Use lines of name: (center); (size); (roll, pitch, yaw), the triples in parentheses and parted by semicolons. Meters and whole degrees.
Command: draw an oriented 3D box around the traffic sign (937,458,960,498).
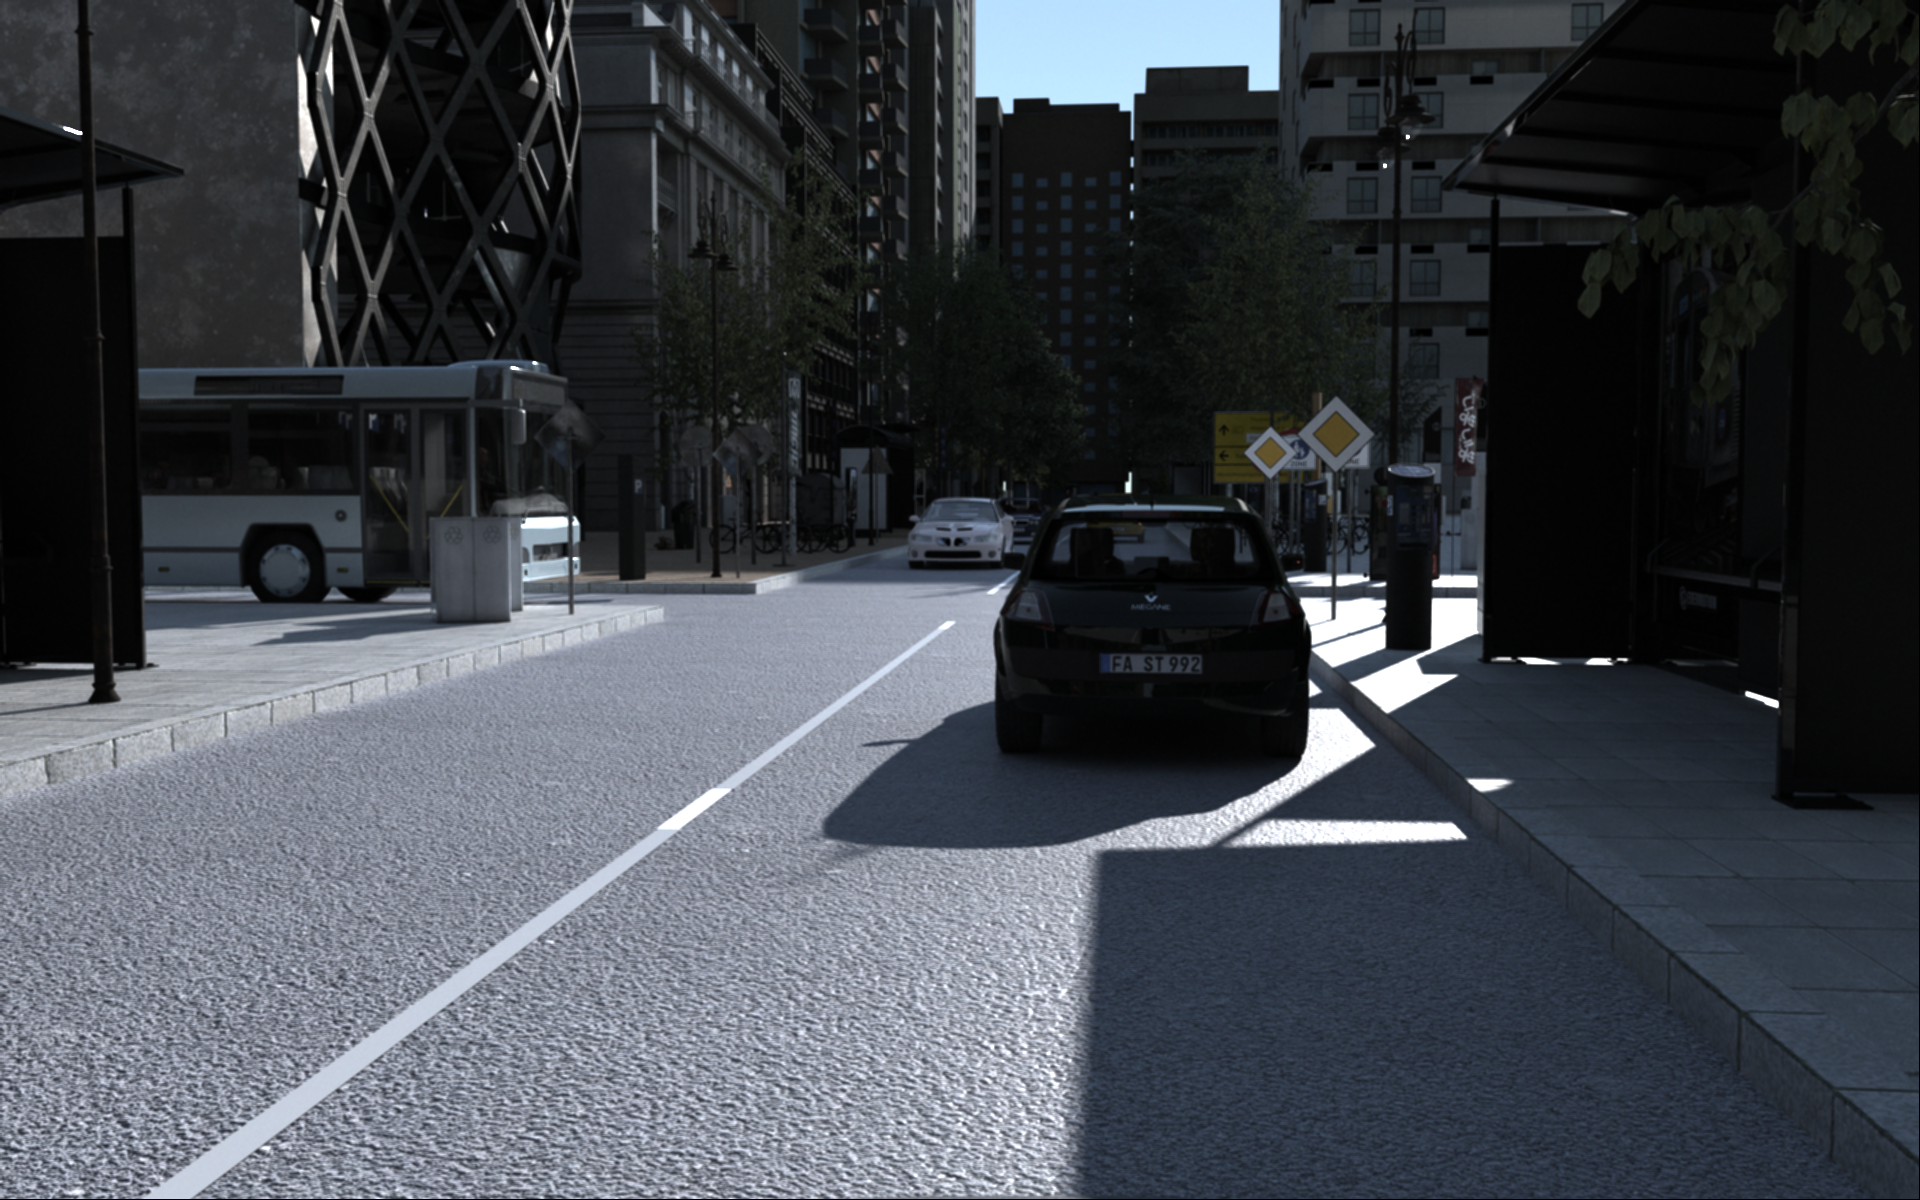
traffic sign: (-0.412, -3.858, 63.076); (0.884, 2.594, 0.081); (1, 4, 14)

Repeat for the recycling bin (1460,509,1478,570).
recycling bin: (8.963, -1.028, 29.363); (0.722, 1.027, 0.722); (3, 5, 40)

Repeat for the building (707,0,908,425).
building: (-15.398, -28.272, 116.868); (22.147, 44.769, 28.867); (0, 4, 5)

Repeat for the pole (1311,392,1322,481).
pole: (7.155, -2.505, 34.794); (0.158, 3.312, 0.155); (0, 3, 0)

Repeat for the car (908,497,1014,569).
car: (0.072, -1.377, 34.879); (2.083, 1.381, 4.827); (0, 4, 5)

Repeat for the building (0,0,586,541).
building: (-18.459, -10.763, 43.427); (16.820, 18.784, 16.811); (0, 4, 5)

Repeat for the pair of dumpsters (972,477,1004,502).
pair of dumpsters: (1.490, -5.618, 94.342); (1.574, 2.255, 4.437); (0, 4, 5)

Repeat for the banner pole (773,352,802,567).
banner pole: (-3.025, -2.498, 30.860); (0.401, 3.779, 0.863); (2, 4, 26)

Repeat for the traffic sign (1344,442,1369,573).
traffic sign: (6.325, -1.589, 28.110); (0.606, 2.300, 0.079); (0, 4, 6)

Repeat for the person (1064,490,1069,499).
person: (7.290, -6.559, 116.563); (0.721, 1.723, 1.217); (1, 4, 8)

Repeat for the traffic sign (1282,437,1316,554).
traffic sign: (5.914, -1.720, 30.258); (0.606, 2.300, 0.079); (1, 4, 12)

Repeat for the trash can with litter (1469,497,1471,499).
trash can with litter: (28.136, -5.077, 94.388); (1.055, 1.170, 0.624); (-3, 5, -40)

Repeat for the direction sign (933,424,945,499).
direction sign: (-0.667, -3.915, 56.008); (0.379, 3.537, 0.876); (1, 4, 23)

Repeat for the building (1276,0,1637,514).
building: (37.235, -32.629, 122.718); (28.713, 52.752, 27.495); (0, 4, 5)

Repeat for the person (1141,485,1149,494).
person: (7.357, -3.673, 68.897); (0.444, 1.785, 0.601); (-2, 4, -31)

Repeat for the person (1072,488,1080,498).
person: (6.654, -5.546, 99.349); (0.590, 1.801, 0.661); (1, 4, 11)

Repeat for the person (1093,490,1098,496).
person: (12.182, -8.906, 154.638); (1.217, 1.766, 0.721); (2, 4, 24)

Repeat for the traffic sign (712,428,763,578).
traffic sign: (-3.383, -1.390, 26.363); (0.795, 2.450, 0.064); (0, 4, 5)

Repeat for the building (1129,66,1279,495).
building: (30.503, -35.260, 200.196); (21.600, 48.544, 21.300); (0, 4, 5)

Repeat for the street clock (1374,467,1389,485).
street clock: (11.248, -2.534, 46.007); (0.471, 2.002, 0.358); (0, 4, -6)

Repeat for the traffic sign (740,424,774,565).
traffic sign: (-3.755, -1.917, 31.455); (0.768, 2.556, 0.104); (1, 4, 15)

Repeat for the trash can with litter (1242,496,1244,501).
trash can with litter: (13.741, -4.489, 84.781); (0.624, 1.170, 1.055); (1, 4, 12)

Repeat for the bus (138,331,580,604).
bus: (-10.877, -1.688, 22.462); (13.247, 3.499, 2.948); (0, 4, 6)

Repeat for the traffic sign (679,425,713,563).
traffic sign: (-4.868, -1.961, 32.174); (0.768, 2.556, 0.104); (1, 4, 11)

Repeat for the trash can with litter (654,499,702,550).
trash can with litter: (-6.519, -1.750, 40.001); (0.624, 1.170, 1.055); (3, 4, 39)

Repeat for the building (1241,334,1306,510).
building: (39.118, -18.760, 151.764); (27.650, 21.520, 28.899); (0, 4, 5)

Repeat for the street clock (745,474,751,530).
street clock: (-7.395, -3.454, 61.035); (0.358, 2.002, 0.471); (0, 4, 0)

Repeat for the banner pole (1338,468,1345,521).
banner pole: (18.218, -5.683, 82.927); (0.401, 3.779, 0.863); (3, 5, 44)

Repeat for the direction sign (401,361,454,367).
direction sign: (-9.099, -2.307, 29.718); (0.876, 3.537, 0.379); (-2, 4, -24)

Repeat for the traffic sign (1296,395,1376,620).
traffic sign: (3.815, -0.856, 17.636); (0.795, 2.450, 0.064); (0, 4, 5)

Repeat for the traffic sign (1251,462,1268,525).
traffic sign: (7.440, -2.569, 42.115); (0.768, 2.556, 0.104); (1, 4, 14)

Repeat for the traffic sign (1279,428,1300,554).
traffic sign: (6.435, -2.049, 33.611); (0.768, 2.556, 0.104); (0, 4, 7)

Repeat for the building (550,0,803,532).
building: (-15.086, -13.971, 70.231); (13.314, 21.916, 24.055); (0, 4, 5)

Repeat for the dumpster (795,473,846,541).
dumpster: (-3.886, -2.570, 47.785); (1.264, 1.857, 1.865); (0, 4, 5)

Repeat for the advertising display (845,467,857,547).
advertising display: (-2.638, -2.253, 42.053); (0.123, 1.923, 0.974); (0, 4, 6)

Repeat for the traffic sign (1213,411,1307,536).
traffic sign: (7.350, -2.978, 42.561); (2.265, 3.308, 0.079); (1, 4, 13)

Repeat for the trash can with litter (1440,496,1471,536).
trash can with litter: (15.436, -2.616, 53.829); (1.678, 1.210, 2.233); (3, 5, 43)

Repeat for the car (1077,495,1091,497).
car: (9.829, -7.706, 138.355); (2.083, 1.381, 4.827); (0, 4, 3)

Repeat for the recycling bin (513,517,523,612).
recycling bin: (-5.264, -0.386, 18.858); (0.722, 1.027, 0.722); (2, 4, 28)

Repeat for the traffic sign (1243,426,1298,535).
traffic sign: (4.574, -1.342, 25.586); (0.795, 2.450, 0.064); (0, 4, 5)

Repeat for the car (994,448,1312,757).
car: (1.208, -0.069, 10.910); (2.009, 1.686, 4.222); (0, 4, 6)

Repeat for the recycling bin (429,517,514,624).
recycling bin: (-4.961, -0.305, 17.545); (0.722, 1.027, 0.722); (-1, 4, -21)

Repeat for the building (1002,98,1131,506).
building: (12.404, -33.575, 199.062); (14.200, 45.320, 14.600); (0, 4, 5)

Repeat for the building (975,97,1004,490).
building: (-5.201, -35.479, 203.776); (21.600, 48.544, 21.300); (0, 4, 5)

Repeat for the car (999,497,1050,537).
car: (1.750, -2.333, 50.725); (1.945, 1.354, 3.894); (0, 4, 6)

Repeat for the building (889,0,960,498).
building: (-7.672, -27.836, 138.705); (14.154, 41.232, 14.086); (0, 4, 5)

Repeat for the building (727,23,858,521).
building: (-12.658, -15.937, 90.251); (12.332, 23.373, 15.834); (0, 4, 5)

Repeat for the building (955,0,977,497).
building: (-9.524, -44.076, 158.888); (20.611, 71.187, 20.563); (0, 4, 5)

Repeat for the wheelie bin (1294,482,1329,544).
wheelie bin: (9.086, -2.258, 44.826); (0.980, 1.594, 0.693); (2, 4, 35)

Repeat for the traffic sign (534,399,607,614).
traffic sign: (-4.141, -0.903, 18.414); (0.795, 2.450, 0.064); (0, 4, 5)

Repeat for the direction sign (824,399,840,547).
direction sign: (-3.109, -3.052, 41.904); (0.379, 3.537, 0.876); (-1, 4, -20)

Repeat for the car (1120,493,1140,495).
car: (8.243, -4.587, 84.031); (2.155, 1.783, 4.494); (0, 4, 5)

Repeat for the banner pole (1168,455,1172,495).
banner pole: (11.085, -6.197, 91.334); (0.401, 3.779, 0.863); (0, 4, -8)
